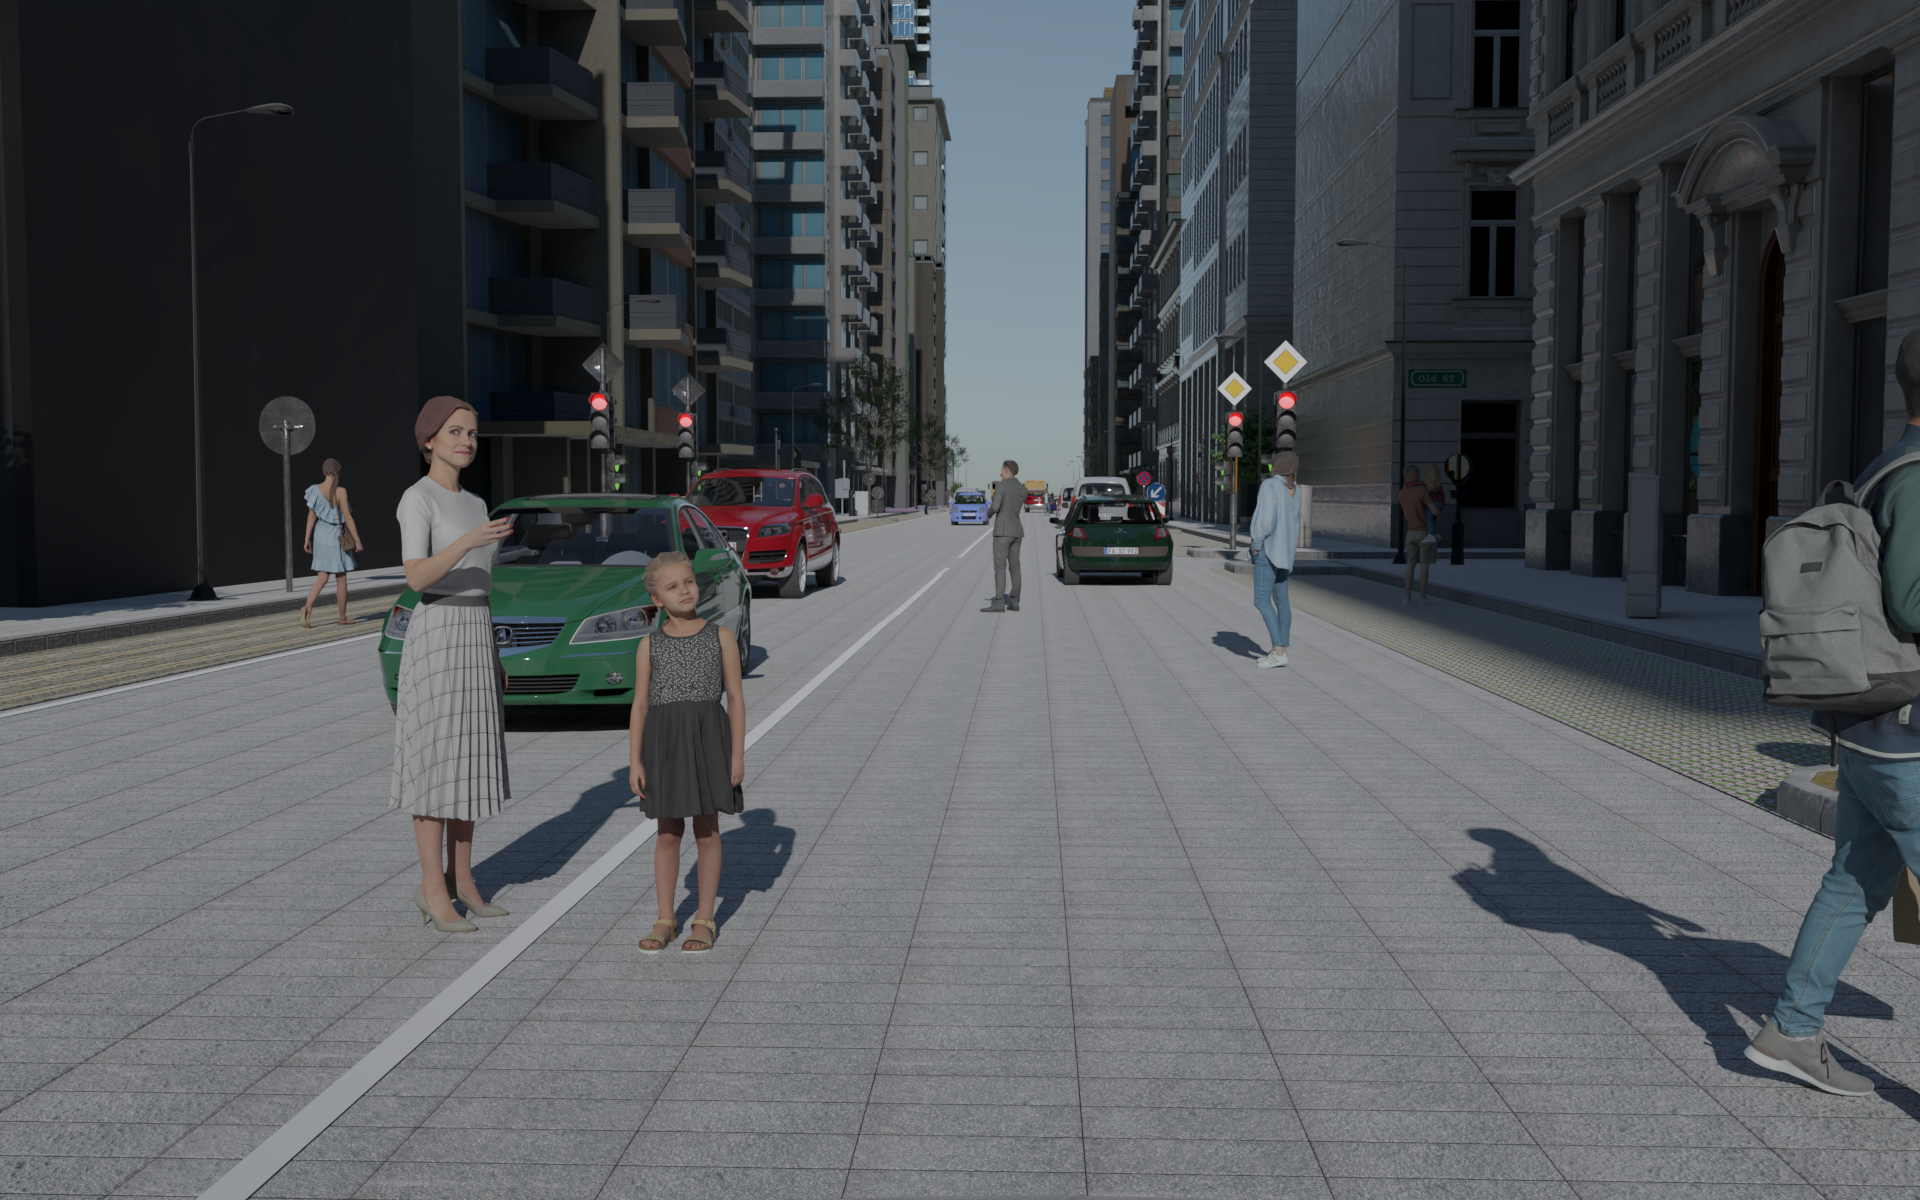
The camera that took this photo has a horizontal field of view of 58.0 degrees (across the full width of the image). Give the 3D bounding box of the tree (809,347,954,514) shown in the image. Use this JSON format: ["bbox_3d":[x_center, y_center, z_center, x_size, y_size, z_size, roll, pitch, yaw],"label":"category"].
[{"bbox_3d":[-5.990,-10.774,110.566,8.767,10.594,7.601,1,4,21],"label":"tree"}]

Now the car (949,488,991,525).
[{"bbox_3d":[0.482,-4.323,80.267,1.945,1.707,3.694,0,4,3],"label":"car"}]

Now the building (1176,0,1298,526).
[{"bbox_3d":[16.709,-18.422,78.700,11.434,29.767,29.804,0,4,2],"label":"building"}]

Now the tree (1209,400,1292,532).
[{"bbox_3d":[10.293,-4.611,59.097,4.285,4.588,4.351,0,3,0],"label":"tree"}]

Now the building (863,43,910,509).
[{"bbox_3d":[-11.998,-28.726,153.261,14.154,41.232,14.086,0,4,2],"label":"building"}]

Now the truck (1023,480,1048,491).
[{"bbox_3d":[10.215,-14.647,235.401,3.469,3.379,9.791,0,4,3],"label":"truck"}]

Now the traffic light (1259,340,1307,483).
[{"bbox_3d":[5.928,-2.621,31.771,0.839,4.253,0.868,0,4,2],"label":"traffic light"}]

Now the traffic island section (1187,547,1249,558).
[{"bbox_3d":[6.300,-1.075,39.861,2.009,0.180,2.903,0,4,2],"label":"traffic island section"}]

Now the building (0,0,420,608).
[{"bbox_3d":[-18.037,-11.963,25.271,15.834,23.373,12.332,0,4,2],"label":"building"}]

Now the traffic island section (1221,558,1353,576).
[{"bbox_3d":[5.967,-0.587,31.883,2.009,0.180,2.903,0,4,2],"label":"traffic island section"}]

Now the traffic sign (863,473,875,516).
[{"bbox_3d":[-5.404,-6.290,102.946,0.768,2.556,0.104,1,4,10],"label":"traffic sign"}]

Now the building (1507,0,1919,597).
[{"bbox_3d":[14.274,-11.699,20.159,11.050,23.489,19.941,0,4,2],"label":"building"}]

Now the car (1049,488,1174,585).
[{"bbox_3d":[2.496,-1.148,28.563,2.009,1.686,4.222,0,4,1],"label":"car"}]

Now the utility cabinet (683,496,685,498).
[{"bbox_3d":[-7.660,-2.300,48.768,0.306,1.237,1.020,1,4,16],"label":"utility cabinet"}]

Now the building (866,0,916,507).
[{"bbox_3d":[-14.874,-44.743,169.796,20.563,71.187,20.611,0,4,2],"label":"building"}]

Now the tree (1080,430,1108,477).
[{"bbox_3d":[15.890,-15.231,199.385,4.360,8.622,3.978,0,3,0],"label":"tree"}]

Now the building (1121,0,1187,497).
[{"bbox_3d":[25.784,-32.086,144.219,23.786,49.044,30.456,0,4,2],"label":"building"}]

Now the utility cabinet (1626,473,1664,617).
[{"bbox_3d":[7.242,-0.586,18.267,0.318,1.500,1.173,2,4,24],"label":"utility cabinet"}]

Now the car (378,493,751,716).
[{"bbox_3d":[-2.609,-0.033,12.341,2.131,1.459,4.920,0,4,1],"label":"car"}]

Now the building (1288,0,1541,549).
[{"bbox_3d":[31.901,-16.547,46.962,44.131,29.872,17.030,0,4,2],"label":"building"}]

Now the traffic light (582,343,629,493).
[{"bbox_3d":[-6.624,-2.652,32.276,0.839,4.253,0.868,0,4,2],"label":"traffic light"}]

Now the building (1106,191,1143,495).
[{"bbox_3d":[21.791,-24.190,167.211,14.160,30.474,14.107,0,4,2],"label":"building"}]

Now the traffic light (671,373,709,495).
[{"bbox_3d":[-6.291,-3.140,40.254,0.839,4.253,0.868,0,4,2],"label":"traffic light"}]

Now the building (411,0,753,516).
[{"bbox_3d":[-18.838,-24.467,54.656,22.147,44.769,28.867,0,4,2],"label":"building"}]

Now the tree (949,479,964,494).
[{"bbox_3d":[-0.494,-14.121,225.480,1.663,3.219,1.824,0,3,0],"label":"tree"}]

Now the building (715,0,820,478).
[{"bbox_3d":[-24.030,-24.313,89.406,32.217,40.220,23.993,0,4,2],"label":"building"}]

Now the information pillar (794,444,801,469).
[{"bbox_3d":[-7.368,-5.296,77.942,0.504,3.616,0.183,2,4,32],"label":"information pillar"}]

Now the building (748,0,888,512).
[{"bbox_3d":[-18.061,-31.258,130.670,23.786,49.044,30.456,0,4,2],"label":"building"}]

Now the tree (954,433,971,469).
[{"bbox_3d":[-3.028,-15.605,189.559,8.767,10.594,7.601,-1,4,-9],"label":"tree"}]

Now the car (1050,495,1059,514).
[{"bbox_3d":[7.435,-6.991,126.876,1.945,1.354,3.894,0,4,4],"label":"car"}]

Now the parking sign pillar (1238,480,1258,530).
[{"bbox_3d":[10.826,-4.544,62.765,1.447,3.967,1.447,-2,4,-27],"label":"parking sign pillar"}]

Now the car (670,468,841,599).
[{"bbox_3d":[-3.029,-1.025,25.426,2.281,1.827,5.304,0,4,4],"label":"car"}]

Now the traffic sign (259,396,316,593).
[{"bbox_3d":[-8.743,-1.370,22.507,0.768,2.556,0.104,0,4,6],"label":"traffic sign"}]

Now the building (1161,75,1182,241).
[{"bbox_3d":[21.137,-21.469,122.720,14.160,30.474,14.107,0,4,2],"label":"building"}]

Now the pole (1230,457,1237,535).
[{"bbox_3d":[8.556,-3.686,54.113,0.158,3.312,0.155,0,3,0],"label":"pole"}]

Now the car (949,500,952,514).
[{"bbox_3d":[0.237,-6.899,125.164,2.083,1.381,4.827,0,4,2],"label":"car"}]

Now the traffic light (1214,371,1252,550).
[{"bbox_3d":[6.260,-3.109,39.749,0.839,4.253,0.868,0,4,2],"label":"traffic light"}]

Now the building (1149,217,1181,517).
[{"bbox_3d":[17.271,-14.653,104.208,10.561,19.102,19.286,0,4,2],"label":"building"}]

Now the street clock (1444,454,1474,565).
[{"bbox_3d":[9.029,-1.640,31.386,0.471,2.002,0.358,3,4,36],"label":"street clock"}]

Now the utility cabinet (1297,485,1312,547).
[{"bbox_3d":[8.070,-2.014,41.604,0.318,1.500,1.173,-1,4,-15],"label":"utility cabinet"}]

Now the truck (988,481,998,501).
[{"bbox_3d":[5.945,-15.794,254.149,3.469,3.379,9.791,0,4,3],"label":"truck"}]

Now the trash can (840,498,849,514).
[{"bbox_3d":[-7.569,-6.215,113.262,0.748,1.137,0.748,0,3,0],"label":"trash can"}]

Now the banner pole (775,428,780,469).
[{"bbox_3d":[-6.937,-4.648,66.016,0.401,3.779,0.863,1,4,8],"label":"banner pole"}]

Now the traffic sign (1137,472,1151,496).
[{"bbox_3d":[10.388,-5.976,97.808,0.768,2.556,0.104,0,4,7],"label":"traffic sign"}]

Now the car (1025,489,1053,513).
[{"bbox_3d":[6.113,-7.739,135.208,2.281,1.827,5.304,0,4,4],"label":"car"}]

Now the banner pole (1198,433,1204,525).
[{"bbox_3d":[9.918,-4.973,71.330,0.401,3.779,0.863,-1,4,-9],"label":"banner pole"}]

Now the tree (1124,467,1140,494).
[{"bbox_3d":[12.075,-7.782,121.832,1.663,3.219,1.824,0,3,0],"label":"tree"}]
